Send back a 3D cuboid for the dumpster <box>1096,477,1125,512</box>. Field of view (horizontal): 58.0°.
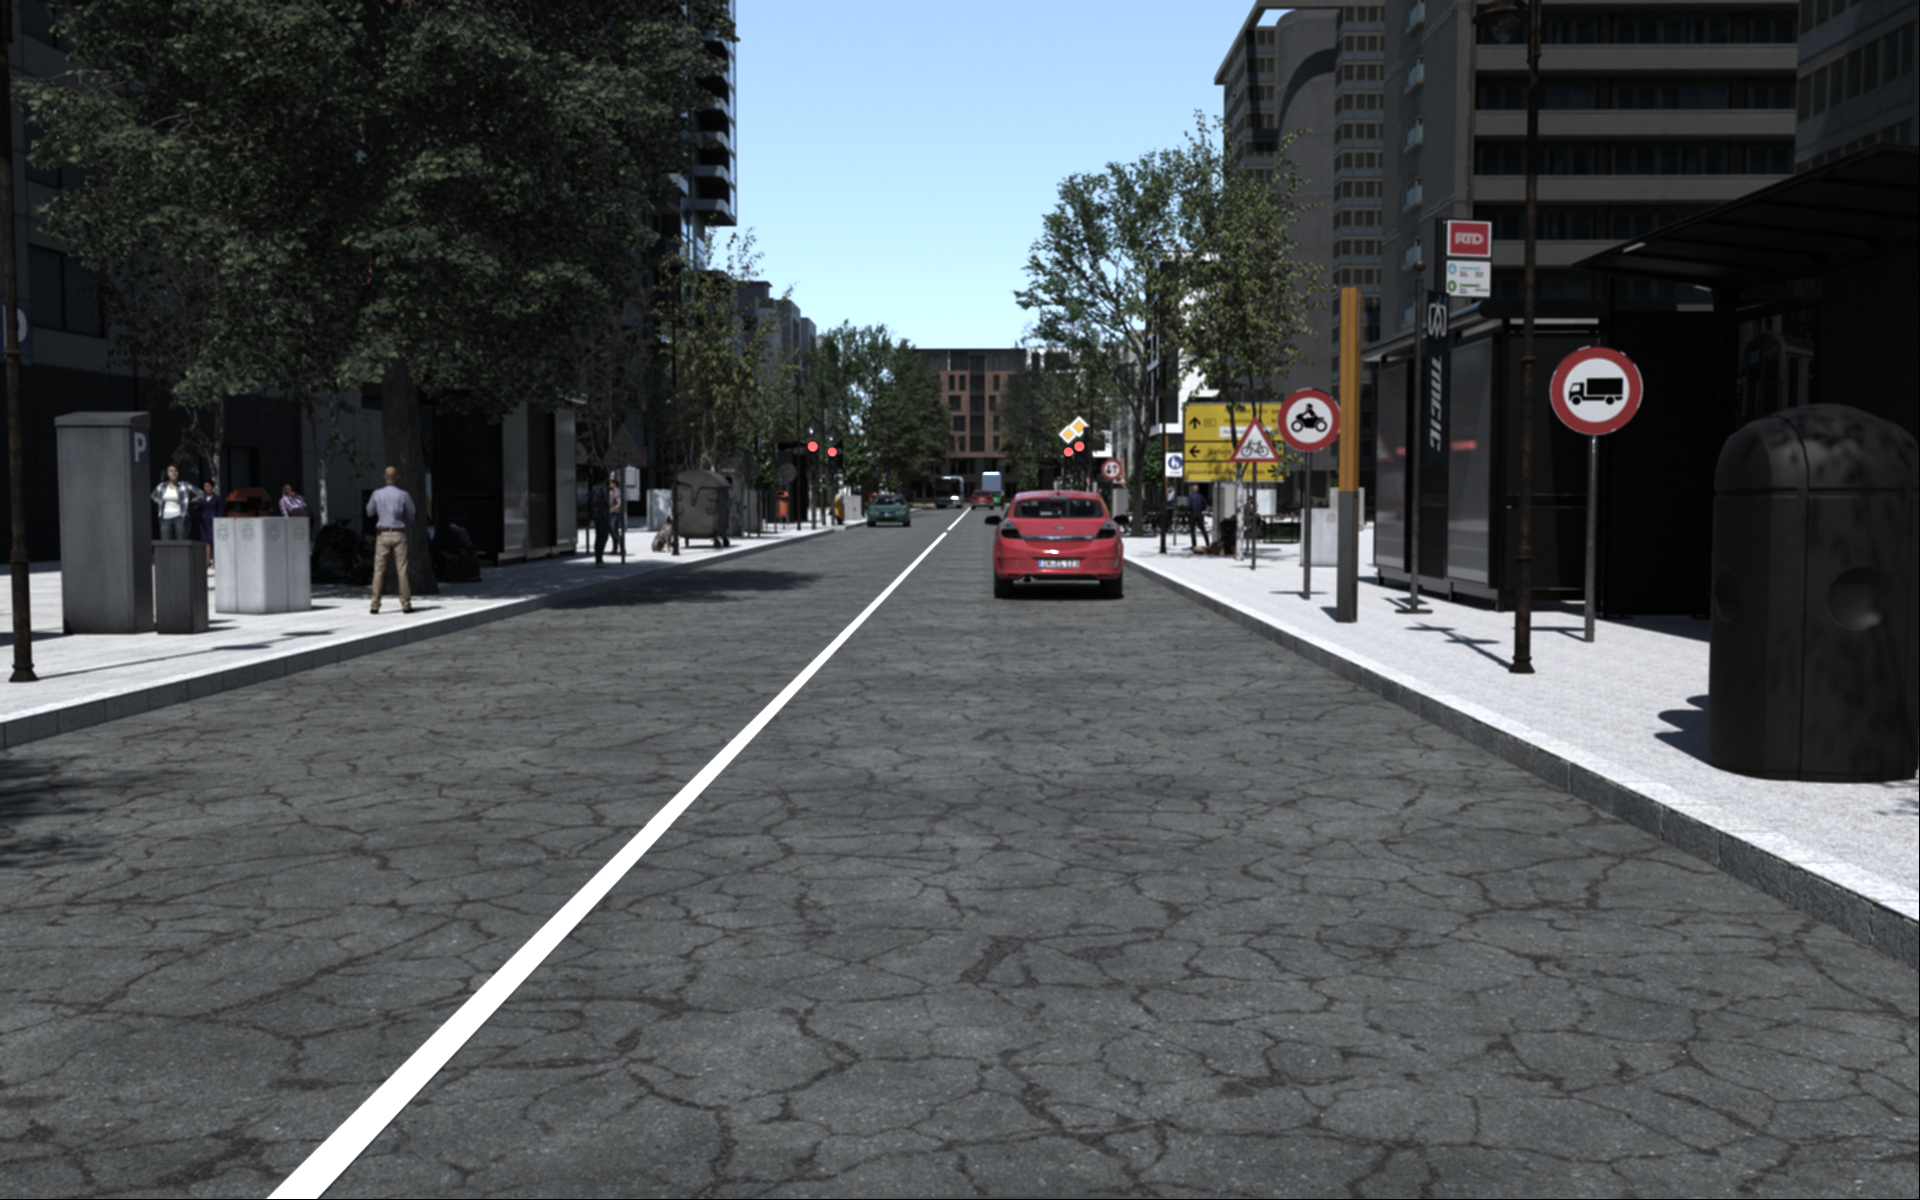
[{"bbox_3d":[8.218,-5.615,94.306,1.502,2.255,1.985,0,4,1],"label":"dumpster"}]

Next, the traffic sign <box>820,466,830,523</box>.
[{"bbox_3d":[-6.192,-4.722,77.306,0.768,2.556,0.104,0,4,8],"label":"traffic sign"}]

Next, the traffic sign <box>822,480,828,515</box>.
[{"bbox_3d":[-8.426,-6.489,106.193,0.768,2.556,0.104,0,4,4],"label":"traffic sign"}]

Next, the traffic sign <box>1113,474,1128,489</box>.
[{"bbox_3d":[8.381,-5.580,91.243,0.884,2.594,0.081,0,4,6],"label":"traffic sign"}]

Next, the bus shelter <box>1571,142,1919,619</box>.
[{"bbox_3d":[7.046,-1.432,14.691,1.731,3.624,6.357,0,4,1],"label":"bus shelter"}]

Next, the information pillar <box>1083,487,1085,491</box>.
[{"bbox_3d":[8.475,-6.838,116.299,0.304,2.012,0.304,-2,4,-35],"label":"information pillar"}]

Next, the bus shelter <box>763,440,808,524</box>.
[{"bbox_3d":[-7.689,-5.319,78.254,1.731,3.624,6.357,0,4,1],"label":"bus shelter"}]

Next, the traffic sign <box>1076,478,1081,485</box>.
[{"bbox_3d":[7.932,-7.211,118.003,0.768,2.556,0.104,0,4,6],"label":"traffic sign"}]

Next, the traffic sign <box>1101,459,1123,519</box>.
[{"bbox_3d":[5.462,-3.804,62.302,0.768,2.556,0.104,0,4,8],"label":"traffic sign"}]

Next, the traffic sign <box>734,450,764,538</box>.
[{"bbox_3d":[-6.175,-3.096,50.622,0.884,2.594,0.081,1,4,9],"label":"traffic sign"}]

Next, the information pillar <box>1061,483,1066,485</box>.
[{"bbox_3d":[6.989,-6.891,117.155,0.304,2.012,0.304,1,4,14],"label":"information pillar"}]

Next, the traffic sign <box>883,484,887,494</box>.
[{"bbox_3d":[-5.840,-8.288,137.644,0.606,2.300,0.079,0,4,6],"label":"traffic sign"}]

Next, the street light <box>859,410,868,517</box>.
[{"bbox_3d":[-5.283,-7.477,95.031,0.468,5.910,1.993,0,4,1],"label":"street light"}]

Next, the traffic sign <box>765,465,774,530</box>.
[{"bbox_3d":[-6.828,-3.603,61.033,0.606,2.300,0.079,0,4,5],"label":"traffic sign"}]

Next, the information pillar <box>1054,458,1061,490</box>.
[{"bbox_3d":[6.288,-7.389,112.162,0.504,3.616,0.183,0,4,-2],"label":"information pillar"}]

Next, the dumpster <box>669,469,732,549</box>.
[{"bbox_3d":[-6.191,-2.172,41.266,1.264,1.857,1.865,0,4,1],"label":"dumpster"}]

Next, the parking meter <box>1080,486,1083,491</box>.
[{"bbox_3d":[8.299,-6.910,118.688,0.255,1.863,0.399,2,4,32],"label":"parking meter"}]

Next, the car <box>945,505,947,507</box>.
[{"bbox_3d":[-0.821,-11.100,190.282,1.959,1.807,4.718,0,4,0],"label":"car"}]

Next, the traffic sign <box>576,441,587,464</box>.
[{"bbox_3d":[-9.216,-2.506,41.079,0.768,2.556,0.104,0,4,3],"label":"traffic sign"}]

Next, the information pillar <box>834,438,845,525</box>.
[{"bbox_3d":[-5.093,-4.950,72.294,0.504,3.616,0.183,1,4,9],"label":"information pillar"}]

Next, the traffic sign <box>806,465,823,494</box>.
[{"bbox_3d":[-6.181,-4.509,73.822,0.768,2.556,0.104,0,4,5],"label":"traffic sign"}]

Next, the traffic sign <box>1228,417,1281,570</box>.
[{"bbox_3d":[4.948,-1.781,29.122,0.884,2.594,0.081,0,4,6],"label":"traffic sign"}]

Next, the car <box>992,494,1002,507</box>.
[{"bbox_3d":[4.032,-11.612,198.655,1.959,1.807,4.718,0,4,2],"label":"car"}]

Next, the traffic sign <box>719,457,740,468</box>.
[{"bbox_3d":[-7.935,-3.646,59.720,0.768,2.556,0.104,0,4,7],"label":"traffic sign"}]

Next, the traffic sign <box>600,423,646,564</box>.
[{"bbox_3d":[-6.177,-1.938,31.698,0.884,2.594,0.081,1,4,9],"label":"traffic sign"}]

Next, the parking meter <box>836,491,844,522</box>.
[{"bbox_3d":[-5.553,-4.395,80.268,0.372,1.533,0.369,0,3,0],"label":"parking meter"}]

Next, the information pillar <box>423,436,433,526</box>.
[{"bbox_3d":[-21.380,-4.783,69.564,0.183,3.616,0.504,1,4,9],"label":"information pillar"}]

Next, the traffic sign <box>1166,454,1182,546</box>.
[{"bbox_3d":[5.325,-2.494,42.903,0.606,2.300,0.079,1,4,8],"label":"traffic sign"}]

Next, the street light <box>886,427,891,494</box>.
[{"bbox_3d":[-4.917,-8.971,119.468,0.468,5.910,1.993,0,4,1],"label":"street light"}]

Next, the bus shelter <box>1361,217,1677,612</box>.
[{"bbox_3d":[6.678,-2.767,22.877,2.179,5.291,8.768,0,4,1],"label":"bus shelter"}]

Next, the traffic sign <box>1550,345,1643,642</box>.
[{"bbox_3d":[5.453,-0.907,14.931,0.768,2.556,0.104,0,4,7],"label":"traffic sign"}]

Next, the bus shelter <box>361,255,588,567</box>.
[{"bbox_3d":[-8.861,-3.304,31.651,2.179,5.291,8.768,0,4,1],"label":"bus shelter"}]

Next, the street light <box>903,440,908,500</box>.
[{"bbox_3d":[-4.532,-10.462,143.836,0.468,5.910,1.993,0,4,1],"label":"street light"}]

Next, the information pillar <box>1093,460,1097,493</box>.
[{"bbox_3d":[9.169,-7.726,117.667,0.183,3.616,0.504,-1,4,-23],"label":"information pillar"}]

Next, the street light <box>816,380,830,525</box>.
[{"bbox_3d":[-5.555,-5.985,70.648,0.468,5.910,1.993,0,4,1],"label":"street light"}]

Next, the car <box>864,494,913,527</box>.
[{"bbox_3d":[-3.150,-3.984,76.935,2.131,1.459,4.920,0,3,0],"label":"car"}]

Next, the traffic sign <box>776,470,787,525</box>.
[{"bbox_3d":[-7.501,-4.295,72.353,0.606,2.300,0.079,0,4,5],"label":"traffic sign"}]

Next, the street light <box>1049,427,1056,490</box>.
[{"bbox_3d":[5.158,-7.530,95.896,0.468,5.910,1.993,0,4,1],"label":"street light"}]

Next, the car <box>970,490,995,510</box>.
[{"bbox_3d":[2.062,-9.199,159.081,2.281,1.827,5.304,0,4,2],"label":"car"}]

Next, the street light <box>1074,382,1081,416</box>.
[{"bbox_3d":[4.917,-6.039,71.527,0.468,5.910,1.993,0,4,1],"label":"street light"}]

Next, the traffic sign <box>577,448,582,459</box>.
[{"bbox_3d":[-8.980,-2.426,39.397,0.795,2.593,0.064,0,4,7],"label":"traffic sign"}]

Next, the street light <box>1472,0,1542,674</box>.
[{"bbox_3d":[4.037,-2.415,12.266,0.468,5.910,1.993,0,4,1],"label":"street light"}]

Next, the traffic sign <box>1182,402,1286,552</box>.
[{"bbox_3d":[6.063,-2.721,38.369,2.265,3.308,0.079,0,4,7],"label":"traffic sign"}]

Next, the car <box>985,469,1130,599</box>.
[{"bbox_3d":[1.419,-0.993,25.275,2.155,1.783,4.494,0,4,3],"label":"car"}]

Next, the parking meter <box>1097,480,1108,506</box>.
[{"bbox_3d":[5.756,-3.941,70.154,0.399,1.863,0.255,3,5,40],"label":"parking meter"}]

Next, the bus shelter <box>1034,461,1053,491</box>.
[{"bbox_3d":[6.286,-8.207,125.468,1.731,3.624,6.357,0,4,1],"label":"bus shelter"}]

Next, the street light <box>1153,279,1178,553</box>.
[{"bbox_3d":[4.403,-3.950,37.375,0.468,5.910,1.993,0,4,1],"label":"street light"}]

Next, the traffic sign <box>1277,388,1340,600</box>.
[{"bbox_3d":[4.214,-1.276,20.963,0.768,2.556,0.104,1,4,9],"label":"traffic sign"}]

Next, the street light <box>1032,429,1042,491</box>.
[{"bbox_3d":[5.449,-9.020,120.265,0.468,5.910,1.993,0,4,1],"label":"street light"}]

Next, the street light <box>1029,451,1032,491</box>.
[{"bbox_3d":[5.811,-10.525,144.875,0.468,5.910,1.993,0,4,1],"label":"street light"}]

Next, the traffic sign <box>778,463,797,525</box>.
[{"bbox_3d":[-7.114,-4.362,71.429,0.768,2.556,0.104,0,4,2],"label":"traffic sign"}]

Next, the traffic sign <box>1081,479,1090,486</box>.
[{"bbox_3d":[8.186,-6.930,113.305,0.884,2.594,0.081,0,4,2],"label":"traffic sign"}]

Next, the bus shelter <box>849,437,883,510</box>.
[{"bbox_3d":[-6.874,-8.971,124.300,2.179,5.291,8.768,0,4,1],"label":"bus shelter"}]
